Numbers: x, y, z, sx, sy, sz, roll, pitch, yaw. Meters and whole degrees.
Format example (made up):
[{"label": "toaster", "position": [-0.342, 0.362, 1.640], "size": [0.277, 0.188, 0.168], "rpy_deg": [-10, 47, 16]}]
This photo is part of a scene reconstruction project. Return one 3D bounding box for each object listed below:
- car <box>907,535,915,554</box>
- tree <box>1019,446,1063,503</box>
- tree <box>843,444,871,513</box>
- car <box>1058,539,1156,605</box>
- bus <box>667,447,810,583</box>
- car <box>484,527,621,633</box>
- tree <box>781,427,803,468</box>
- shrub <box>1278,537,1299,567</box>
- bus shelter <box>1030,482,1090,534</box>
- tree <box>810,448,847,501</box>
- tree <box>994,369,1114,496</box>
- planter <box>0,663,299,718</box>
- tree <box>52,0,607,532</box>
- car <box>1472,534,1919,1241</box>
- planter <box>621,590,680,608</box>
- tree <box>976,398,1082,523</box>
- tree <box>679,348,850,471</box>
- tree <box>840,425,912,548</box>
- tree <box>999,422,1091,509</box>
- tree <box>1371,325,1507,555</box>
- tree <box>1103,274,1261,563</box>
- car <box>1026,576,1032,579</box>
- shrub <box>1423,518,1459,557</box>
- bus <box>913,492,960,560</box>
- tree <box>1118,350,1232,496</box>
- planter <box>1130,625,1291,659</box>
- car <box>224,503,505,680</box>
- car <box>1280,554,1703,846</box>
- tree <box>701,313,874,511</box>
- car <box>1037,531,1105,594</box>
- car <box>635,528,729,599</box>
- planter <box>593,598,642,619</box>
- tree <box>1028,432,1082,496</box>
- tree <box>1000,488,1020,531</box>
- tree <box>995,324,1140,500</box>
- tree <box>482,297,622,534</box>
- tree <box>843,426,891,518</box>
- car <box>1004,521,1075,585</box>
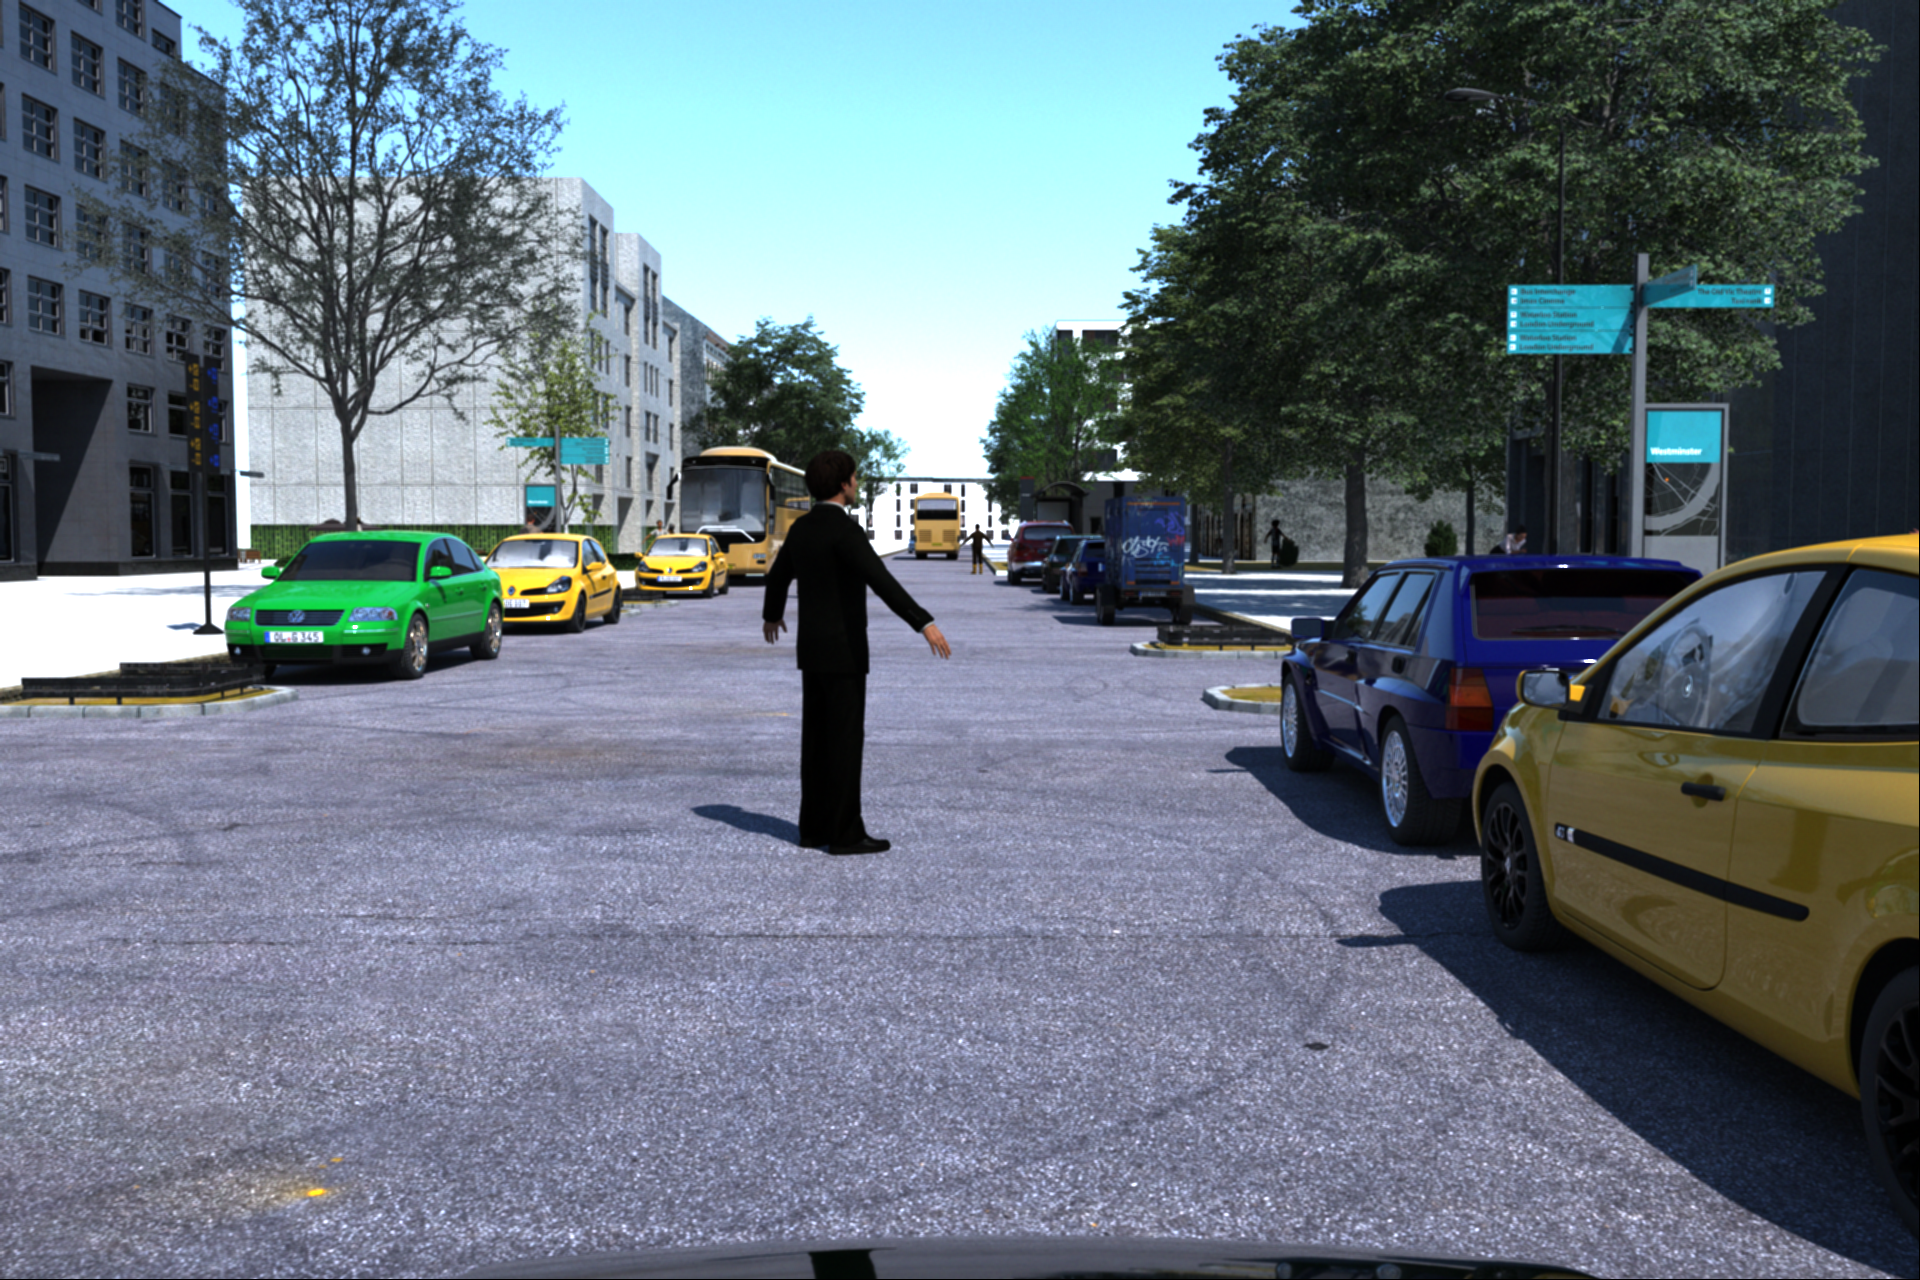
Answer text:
[{"label": "car", "position": [-2.931, -7.163, 129.111], "size": [2.014, 1.417, 4.499], "rpy_deg": [0, 4, 0]}, {"label": "tree", "position": [6.187, -11.732, 142.174], "size": [4.360, 8.622, 3.978], "rpy_deg": [0, 3, 0]}, {"label": "tree", "position": [-8.983, -10.896, 128.517], "size": [4.737, 8.622, 4.395], "rpy_deg": [0, 3, 0]}, {"label": "car", "position": [3.060, -1.448, 36.255], "size": [1.945, 1.354, 3.894], "rpy_deg": [0, 4, -1]}, {"label": "bus", "position": [-6.348, -3.719, 52.346], "size": [2.896, 3.916, 12.252], "rpy_deg": [0, 4, 0]}, {"label": "car", "position": [-6.301, -0.978, 26.222], "size": [2.015, 1.641, 3.980], "rpy_deg": [0, 4, 0]}, {"label": "tree", "position": [-9.599, -9.664, 108.373], "size": [4.737, 8.622, 4.395], "rpy_deg": [0, 3, 0]}, {"label": "shrub", "position": [12.806, -3.468, 67.819], "size": [1.383, 1.207, 1.383], "rpy_deg": [0, 3, 0]}, {"label": "bus shelter", "position": [3.949, -4.625, 69.543], "size": [2.014, 3.302, 5.546], "rpy_deg": [0, 4, -1]}, {"label": "tree", "position": [-10.040, -10.119, 115.812], "size": [4.360, 8.622, 3.978], "rpy_deg": [0, 3, 0]}, {"label": "tree", "position": [5.786, -10.944, 104.684], "size": [9.928, 11.665, 9.643], "rpy_deg": [0, 3, 0]}, {"label": "planter", "position": [-6.705, 0.408, 14.472], "size": [1.991, 0.319, 1.994], "rpy_deg": [0, 4, 1]}, {"label": "tree", "position": [-12.276, -7.601, 34.648], "size": [12.009, 13.543, 11.850], "rpy_deg": [0, 3, 0]}, {"label": "car", "position": [2.739, 0.331, 4.817], "size": [2.015, 1.641, 3.980], "rpy_deg": [0, 4, -1]}, {"label": "planter", "position": [-6.645, -0.812, 34.410], "size": [1.991, 0.319, 1.994], "rpy_deg": [0, 3, 0]}, {"label": "tree", "position": [6.090, -14.981, 151.596], "size": [9.857, 13.997, 8.962], "rpy_deg": [0, 3, 0]}, {"label": "tree", "position": [-9.637, -9.293, 86.352], "size": [8.767, 10.594, 7.601], "rpy_deg": [-1, 4, -13]}, {"label": "tree", "position": [-8.681, -14.601, 164.486], "size": [9.928, 11.665, 9.643], "rpy_deg": [0, 3, 0]}, {"label": "tree", "position": [6.731, -12.131, 132.760], "size": [8.767, 10.594, 7.601], "rpy_deg": [3, 5, 45]}, {"label": "tree", "position": [20.538, -9.338, 70.811], "size": [7.486, 12.596, 7.792], "rpy_deg": [0, 3, 0]}, {"label": "tree", "position": [10.185, -9.647, 75.850], "size": [7.486, 12.596, 7.792], "rpy_deg": [0, 3, 0]}, {"label": "car", "position": [2.940, -2.849, 56.810], "size": [2.015, 1.641, 3.980], "rpy_deg": [0, 4, 0]}, {"label": "shrub", "position": [21.987, -4.571, 79.153], "size": [1.690, 2.028, 1.600], "rpy_deg": [0, 3, 0]}, {"label": "bus", "position": [-1.346, -6.658, 100.412], "size": [2.896, 3.916, 12.252], "rpy_deg": [0, 4, -1]}, {"label": "tree", "position": [7.836, -6.887, 62.961], "size": [4.737, 8.622, 4.395], "rpy_deg": [0, 3, 0]}, {"label": "planter", "position": [3.074, 0.019, 20.823], "size": [1.991, 0.319, 1.994], "rpy_deg": [0, 4, 0]}, {"label": "car", "position": [-6.195, -0.589, 18.429], "size": [1.959, 1.807, 4.718], "rpy_deg": [0, 4, 0]}, {"label": "car", "position": [2.848, 0.200, 9.307], "size": [1.945, 1.354, 3.894], "rpy_deg": [0, 4, 0]}, {"label": "tree", "position": [-9.845, -11.767, 99.052], "size": [9.857, 13.997, 8.962], "rpy_deg": [0, 3, 0]}, {"label": "car", "position": [2.935, -2.022, 42.848], "size": [2.009, 1.686, 4.222], "rpy_deg": [0, 4, 0]}, {"label": "car", "position": [-6.350, -1.804, 39.714], "size": [2.015, 1.641, 3.980], "rpy_deg": [0, 4, 0]}, {"label": "planter", "position": [-6.644, -0.556, 30.236], "size": [1.991, 0.319, 1.994], "rpy_deg": [0, 4, 1]}, {"label": "tree", "position": [5.707, -10.238, 117.757], "size": [4.360, 8.622, 3.978], "rpy_deg": [0, 3, 0]}, {"label": "tree", "position": [5.608, -13.247, 166.945], "size": [4.737, 8.622, 4.395], "rpy_deg": [0, 3, 0]}, {"label": "tree", "position": [5.638, -9.793, 85.869], "size": [9.928, 11.665, 9.643], "rpy_deg": [0, 3, 0]}, {"label": "tree", "position": [-12.280, -6.294, 53.267], "size": [4.737, 8.622, 4.395], "rpy_deg": [0, 3, 0]}, {"label": "tree", "position": [-9.193, -12.611, 140.596], "size": [7.601, 10.594, 8.767], "rpy_deg": [-3, 5, -42]}, {"label": "car", "position": [2.429, -2.541, 50.220], "size": [2.281, 1.827, 5.304], "rpy_deg": [0, 3, 0]}]
